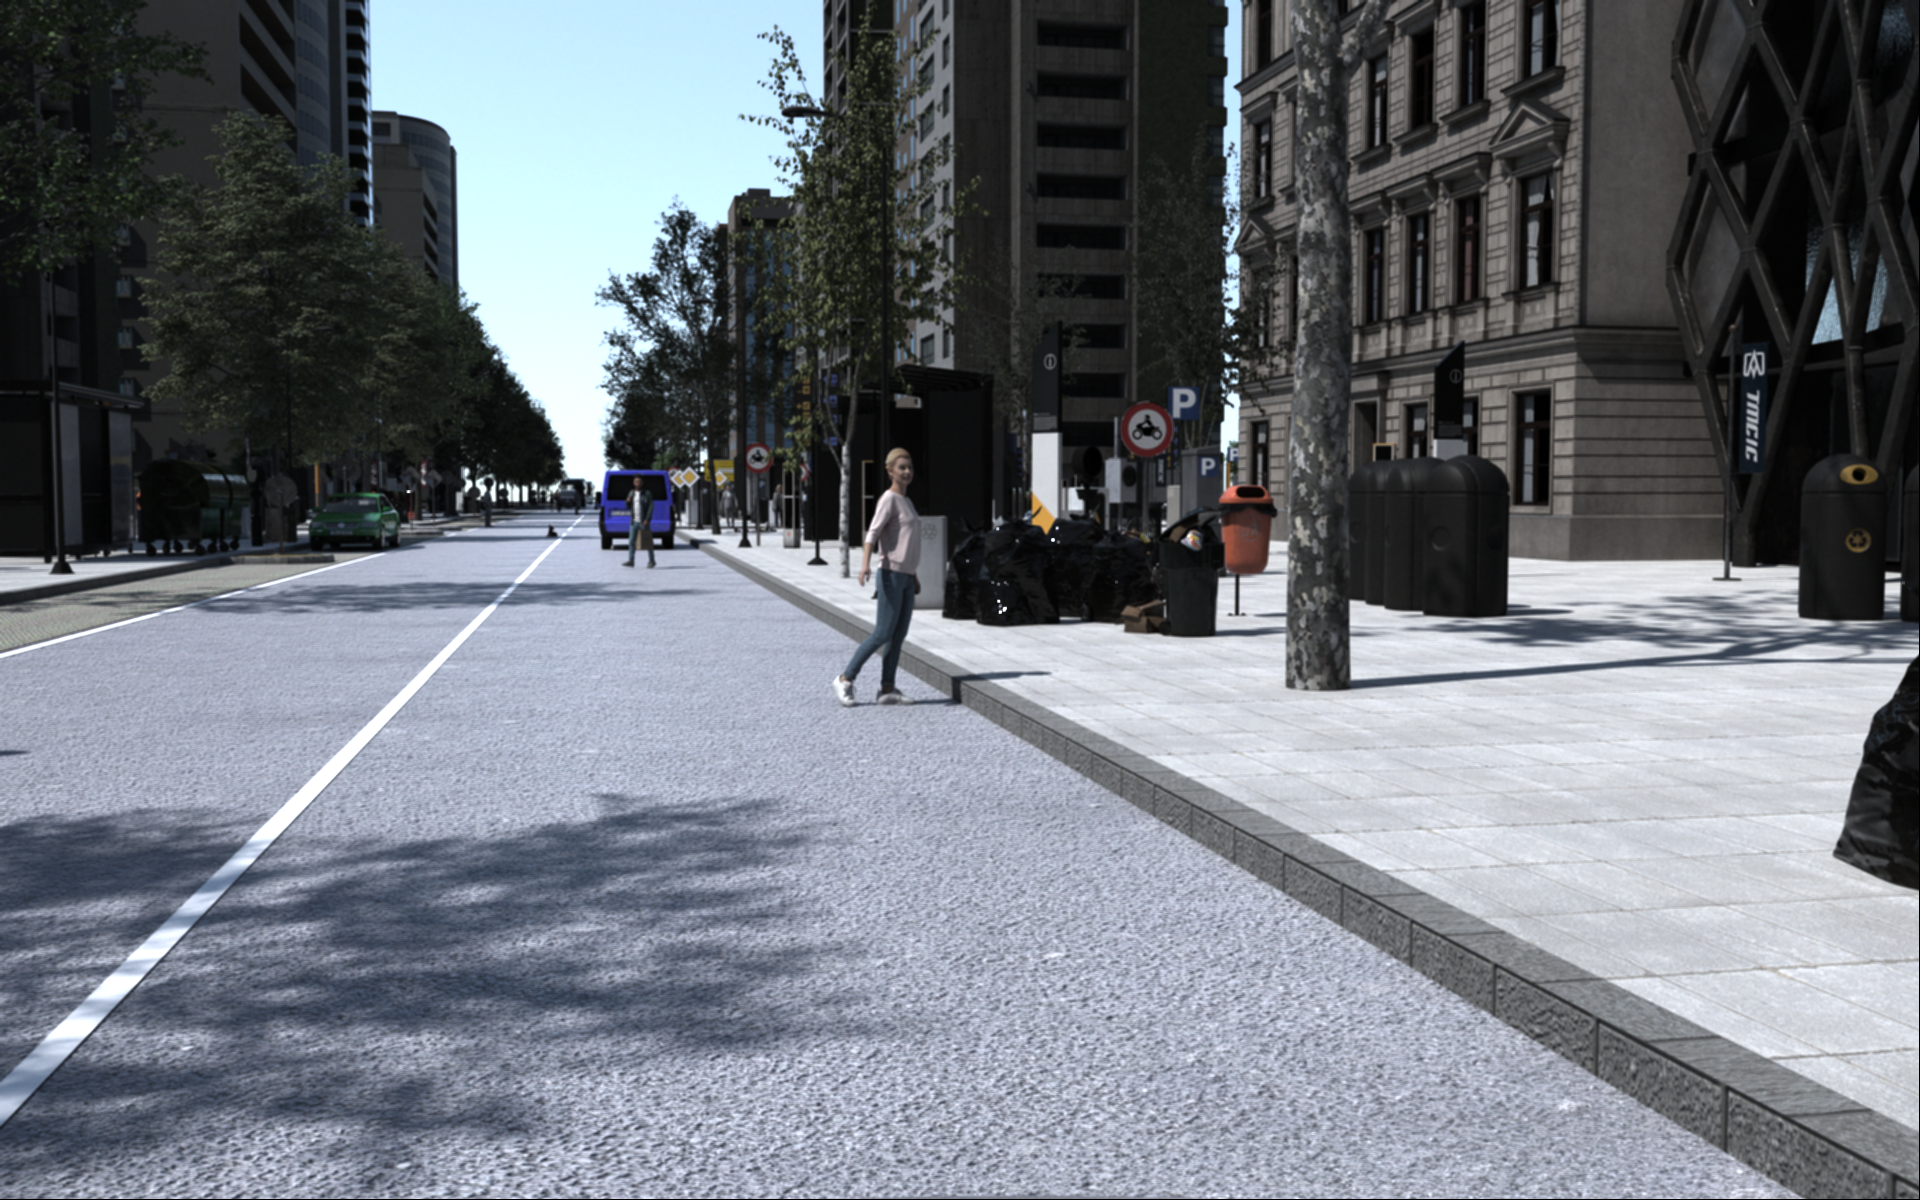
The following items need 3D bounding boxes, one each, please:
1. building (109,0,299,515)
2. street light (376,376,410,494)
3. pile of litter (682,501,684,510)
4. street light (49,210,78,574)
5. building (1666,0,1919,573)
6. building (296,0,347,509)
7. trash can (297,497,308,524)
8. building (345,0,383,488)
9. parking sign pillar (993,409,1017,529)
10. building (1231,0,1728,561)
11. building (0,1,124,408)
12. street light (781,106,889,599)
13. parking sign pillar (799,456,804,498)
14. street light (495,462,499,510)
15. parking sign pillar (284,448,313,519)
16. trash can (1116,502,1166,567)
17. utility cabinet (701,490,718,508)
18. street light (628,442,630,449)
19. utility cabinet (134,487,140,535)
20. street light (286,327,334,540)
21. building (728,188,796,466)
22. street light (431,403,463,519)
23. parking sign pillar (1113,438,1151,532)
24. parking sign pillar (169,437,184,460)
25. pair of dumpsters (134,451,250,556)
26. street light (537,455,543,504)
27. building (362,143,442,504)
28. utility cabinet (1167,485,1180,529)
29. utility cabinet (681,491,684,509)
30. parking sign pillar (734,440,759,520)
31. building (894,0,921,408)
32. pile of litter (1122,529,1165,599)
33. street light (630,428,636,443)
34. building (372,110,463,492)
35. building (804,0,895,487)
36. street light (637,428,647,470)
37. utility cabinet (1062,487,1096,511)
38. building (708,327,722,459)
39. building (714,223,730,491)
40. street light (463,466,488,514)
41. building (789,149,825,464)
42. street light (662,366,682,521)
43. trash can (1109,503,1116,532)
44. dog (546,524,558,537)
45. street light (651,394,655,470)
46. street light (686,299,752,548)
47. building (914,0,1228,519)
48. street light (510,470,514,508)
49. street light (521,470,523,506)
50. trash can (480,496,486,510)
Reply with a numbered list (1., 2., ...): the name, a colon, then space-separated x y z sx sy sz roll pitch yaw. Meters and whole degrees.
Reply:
1. building: -55.225 -29.781 110.623 21.300 48.544 21.600 -1 4 -12
2. street light: -22.229 -5.831 67.883 1.470 5.913 1.316 -1 4 -12
3. pile of litter: -21.241 -7.441 135.619 1.719 0.858 1.176 3 4 38
4. street light: -13.892 -3.376 27.738 1.470 5.913 1.316 -1 4 -12
5. building: 21.228 -9.648 25.195 16.820 18.784 16.811 -1 4 -12
6. building: -65.475 -37.115 148.823 21.231 58.520 28.212 -1 4 -12
7. trash can: -28.609 -3.869 74.912 0.748 1.137 0.748 0 3 0
8. building: -71.590 -52.906 177.681 22.319 86.520 31.000 -1 4 -12
9. parking sign pillar: 1.444 -4.097 55.464 1.447 3.967 1.447 -1 4 -12
10. building: 14.379 -10.859 42.174 10.561 19.102 19.286 -1 4 -12
11. building: -49.692 -19.034 82.912 14.160 30.474 14.107 -1 4 -12
12. street light: -1.448 -2.964 21.003 1.470 5.913 1.316 -1 4 -12
13. parking sign pillar: -11.535 -8.227 122.984 1.447 3.967 1.447 1 4 18
14. street light: -34.869 -9.616 129.760 1.470 5.913 1.316 -1 4 -12
15. parking sign pillar: -39.042 -6.930 101.773 1.447 3.967 1.447 0 4 5
16. trash can: 3.258 -1.159 30.606 0.748 1.137 0.748 0 3 0
17. utility cabinet: -14.852 -5.760 102.857 1.173 1.500 0.318 0 4 -3
18. street light: -26.406 -10.409 142.725 1.470 5.913 1.316 -1 4 -12
19. utility cabinet: -25.338 -2.703 52.875 0.318 1.500 1.173 -1 4 -12
20. street light: -18.087 -4.626 48.180 1.470 5.913 1.316 -1 4 -12
21. building: -26.422 -36.910 253.593 14.600 45.320 14.200 -1 4 -12
22. street light: -26.451 -7.108 88.759 1.470 5.913 1.316 -1 4 -12
23. parking sign pillar: 5.788 -4.291 58.626 1.447 3.967 1.447 -3 4 -36
24. parking sign pillar: -36.637 -5.709 81.816 1.447 3.967 1.447 -1 4 -12
25. pair of dumpsters: -16.636 -2.147 37.603 1.574 2.255 4.437 -1 4 -11
26. street light: -49.998 -14.146 203.832 1.470 5.913 1.316 -1 4 -12
27. building: -84.570 -37.780 241.397 21.300 48.544 21.600 -1 4 -12
28. utility cabinet: 5.894 -2.179 44.313 1.173 1.500 0.318 2 4 25
29. utility cabinet: -22.354 -7.873 137.403 1.173 1.500 0.318 3 5 43
30. parking sign pillar: -10.653 -6.016 86.841 1.447 3.967 1.447 1 4 14
31. building: 3.689 -28.287 112.605 14.600 45.320 14.200 -1 4 -12
32. pile of litter: 2.203 -0.462 21.511 1.719 0.858 1.176 2 4 28
33. street light: -22.308 -9.153 122.195 1.470 5.913 1.316 -1 4 -12
34. building: -88.784 -44.257 265.607 21.231 58.520 28.212 -1 4 -12
35. building: -1.558 -42.714 136.627 20.563 71.187 20.611 -1 4 -12
36. street light: -17.947 -7.877 101.322 1.470 5.913 1.316 -1 4 -12
37. utility cabinet: 3.937 -2.988 57.533 1.173 1.500 0.318 -2 4 -25
38. building: -36.264 -32.135 297.105 14.160 30.474 14.107 -1 4 -12
39. building: -27.773 -37.963 275.322 22.147 44.769 28.867 -1 4 -12
40. street light: -30.769 -8.364 109.298 1.470 5.913 1.316 -1 4 -12
41. building: -5.940 -30.956 198.006 32.217 40.220 23.993 -1 4 -12
42. street light: -9.880 -5.465 61.892 1.470 5.913 1.316 -1 4 -12
43. trash can: 4.734 -2.576 53.764 0.748 1.137 0.748 0 3 0
44. dog: -13.742 -2.315 58.051 0.550 0.427 0.748 0 4 8
45. street light: -13.727 -6.627 80.885 1.470 5.913 1.316 -1 4 -12
46. street light: -5.710 -4.213 41.432 1.470 5.913 1.316 -1 4 -12
47. building: 5.565 -19.746 94.556 14.107 30.474 14.160 -1 4 -12
48. street light: -37.561 -10.390 142.416 1.470 5.913 1.316 -1 4 -12
49. street light: -41.626 -11.645 162.944 1.470 5.913 1.316 -1 4 -12
50. trash can: -37.344 -7.609 136.063 0.748 1.137 0.748 0 3 0
